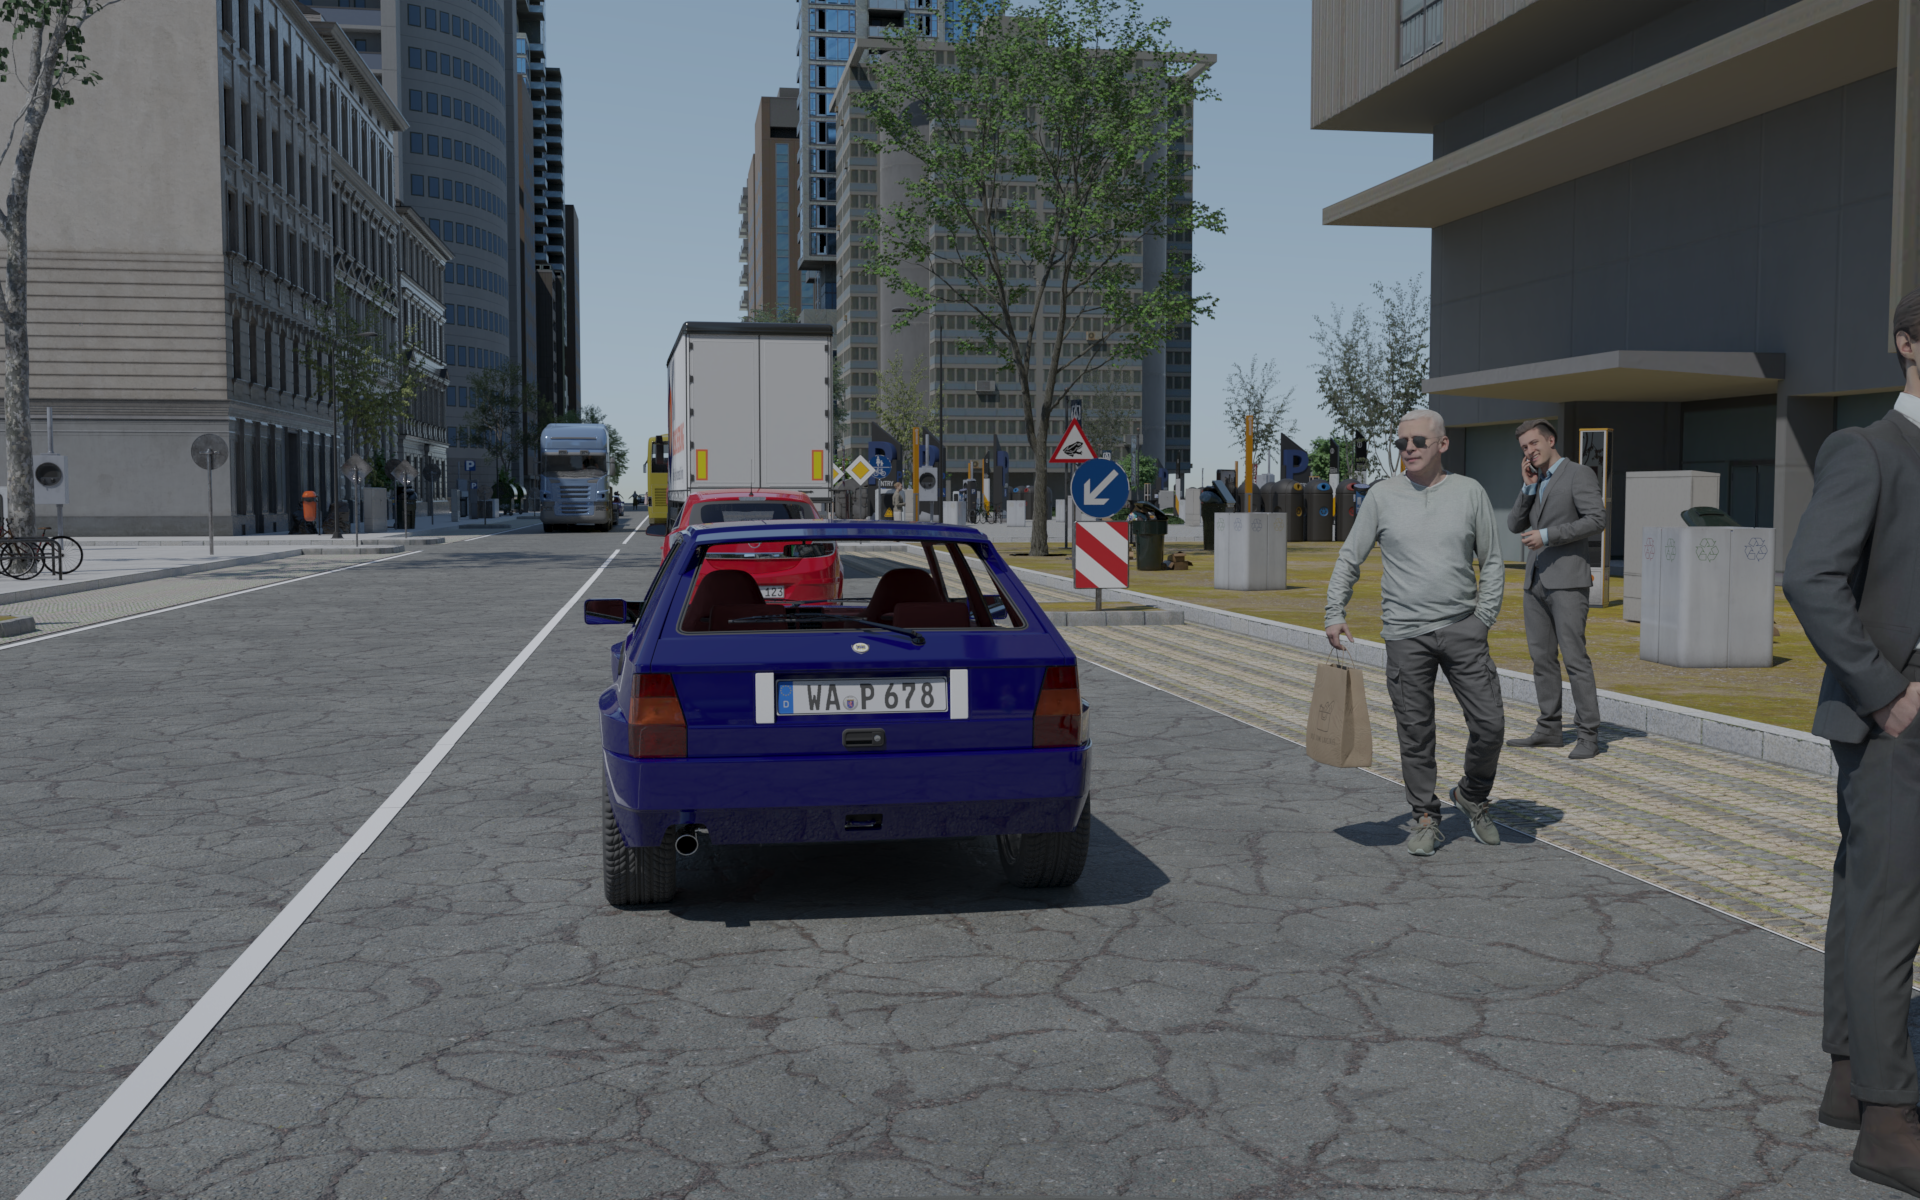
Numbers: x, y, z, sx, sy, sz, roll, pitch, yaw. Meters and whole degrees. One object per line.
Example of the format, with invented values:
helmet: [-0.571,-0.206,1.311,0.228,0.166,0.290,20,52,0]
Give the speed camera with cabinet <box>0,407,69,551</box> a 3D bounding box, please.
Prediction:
speed camera with cabinet: [-21.310,-2.739,39.113,2.038,3.252,0.660,-1,4,-19]

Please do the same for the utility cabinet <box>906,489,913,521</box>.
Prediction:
utility cabinet: [-2.170,-4.458,81.560,0.318,1.500,1.173,-3,5,-42]

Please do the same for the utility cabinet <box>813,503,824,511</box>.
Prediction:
utility cabinet: [-6.888,-4.317,81.744,1.020,1.237,0.306,2,4,29]

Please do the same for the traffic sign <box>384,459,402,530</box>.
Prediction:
traffic sign: [-20.358,-3.812,62.431,0.768,2.556,0.104,0,3,0]

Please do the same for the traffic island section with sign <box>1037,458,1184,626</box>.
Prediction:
traffic island section with sign: [1.297,-0.671,19.595,1.989,1.847,2.006,-1,4,-10]

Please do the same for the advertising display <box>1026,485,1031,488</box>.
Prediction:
advertising display: [4.865,-7.182,122.635,0.123,1.923,0.974,-1,4,-11]

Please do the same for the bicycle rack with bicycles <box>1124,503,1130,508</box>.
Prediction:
bicycle rack with bicycles: [10.269,-6.514,119.888,2.852,0.926,2.925,-1,4,-23]

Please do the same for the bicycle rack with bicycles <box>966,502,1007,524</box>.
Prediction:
bicycle rack with bicycles: [1.048,-3.749,74.682,2.852,0.926,2.925,-1,4,-21]

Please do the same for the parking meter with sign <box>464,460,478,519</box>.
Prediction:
parking meter with sign: [-24.907,-5.642,88.506,0.543,3.016,1.738,-2,4,-23]

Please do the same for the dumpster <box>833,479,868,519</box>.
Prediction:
dumpster: [-4.141,-3.699,66.235,1.264,1.857,1.865,-1,4,-10]

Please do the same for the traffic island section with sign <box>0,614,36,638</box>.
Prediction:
traffic island section with sign: [-10.515,-0.533,17.345,1.989,1.847,2.006,-1,4,-10]

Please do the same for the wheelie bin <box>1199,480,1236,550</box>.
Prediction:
wheelie bin: [5.890,-1.948,39.760,0.693,1.594,0.980,2,4,27]

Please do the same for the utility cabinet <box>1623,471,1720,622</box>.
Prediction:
utility cabinet: [6.922,-0.501,16.865,0.318,1.500,1.173,-1,4,-8]

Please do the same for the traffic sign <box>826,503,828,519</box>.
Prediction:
traffic sign: [-5.658,-4.498,73.646,0.768,2.556,0.104,-1,4,-9]

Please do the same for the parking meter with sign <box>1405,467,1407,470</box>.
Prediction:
parking meter with sign: [27.399,-6.683,105.525,0.543,3.016,1.738,0,4,-7]

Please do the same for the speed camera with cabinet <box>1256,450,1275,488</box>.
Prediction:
speed camera with cabinet: [14.299,-5.164,78.772,2.038,3.252,0.660,-3,5,-44]

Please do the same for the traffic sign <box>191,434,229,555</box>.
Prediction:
traffic sign: [-15.807,-2.227,36.510,0.768,2.556,0.104,0,4,-5]

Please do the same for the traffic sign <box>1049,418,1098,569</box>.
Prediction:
traffic sign: [1.943,-1.808,29.558,0.884,2.594,0.081,0,4,-7]

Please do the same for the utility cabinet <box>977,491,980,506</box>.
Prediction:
utility cabinet: [1.055,-7.351,128.866,0.318,1.500,1.173,-2,4,-34]

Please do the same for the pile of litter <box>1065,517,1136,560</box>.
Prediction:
pile of litter: [2.920,-1.223,33.959,1.719,0.858,1.176,0,4,3]

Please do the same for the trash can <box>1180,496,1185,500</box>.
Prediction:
trash can: [13.416,-5.648,104.000,0.748,1.137,0.748,0,3,0]

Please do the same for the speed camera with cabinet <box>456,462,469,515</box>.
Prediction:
speed camera with cabinet: [-30.019,-6.754,104.766,0.660,3.252,2.038,-2,4,-24]

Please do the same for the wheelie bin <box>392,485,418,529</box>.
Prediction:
wheelie bin: [-20.332,-3.402,63.539,0.693,1.594,0.980,3,4,36]

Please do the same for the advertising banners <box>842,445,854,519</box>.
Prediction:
advertising banners: [-4.118,-4.109,63.377,0.090,3.025,2.074,0,4,7]

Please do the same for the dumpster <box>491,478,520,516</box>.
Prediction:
dumpster: [-26.851,-6.070,101.732,1.502,2.255,1.985,-1,4,-10]

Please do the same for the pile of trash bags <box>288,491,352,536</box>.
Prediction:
pile of trash bags: [-20.389,-2.766,54.974,1.912,1.369,3.447,-1,4,-13]

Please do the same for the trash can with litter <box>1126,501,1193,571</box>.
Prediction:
trash can with litter: [3.369,-1.088,29.181,1.055,1.170,0.624,-2,4,-29]

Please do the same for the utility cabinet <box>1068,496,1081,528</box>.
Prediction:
utility cabinet: [4.258,-3.286,64.892,0.306,1.237,1.020,-1,4,-15]

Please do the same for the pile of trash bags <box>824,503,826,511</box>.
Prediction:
pile of trash bags: [-10.230,-6.760,120.272,1.912,1.369,3.447,-1,4,-18]

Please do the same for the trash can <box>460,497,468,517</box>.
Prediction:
trash can: [-27.476,-5.130,95.530,0.748,1.137,0.748,0,3,0]

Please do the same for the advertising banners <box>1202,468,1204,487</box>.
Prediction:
advertising banners: [15.999,-7.293,115.432,0.090,3.025,2.074,1,4,22]

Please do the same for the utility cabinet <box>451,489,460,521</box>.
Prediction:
utility cabinet: [-23.435,-4.392,80.493,0.318,1.500,1.173,-1,4,-11]

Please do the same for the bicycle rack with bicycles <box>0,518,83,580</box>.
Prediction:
bicycle rack with bicycles: [-14.780,-0.776,26.071,2.925,0.926,2.852,-2,4,-29]

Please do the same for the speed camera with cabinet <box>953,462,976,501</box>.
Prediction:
speed camera with cabinet: [0.264,-6.880,106.831,0.660,3.252,2.038,-2,4,-27]

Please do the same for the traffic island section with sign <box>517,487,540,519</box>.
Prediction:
traffic island section with sign: [-24.310,-5.537,99.163,1.989,1.847,2.006,-1,4,-10]

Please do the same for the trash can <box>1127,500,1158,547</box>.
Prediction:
trash can: [4.454,-1.875,42.315,0.748,1.137,0.748,0,3,0]

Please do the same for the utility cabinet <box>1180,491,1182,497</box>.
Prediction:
utility cabinet: [15.333,-6.946,122.253,0.318,1.500,1.173,2,4,28]

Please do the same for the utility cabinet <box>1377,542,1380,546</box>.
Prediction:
utility cabinet: [10.718,-1.919,42.546,0.306,1.237,1.020,-2,4,-33]

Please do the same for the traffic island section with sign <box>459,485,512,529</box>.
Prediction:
traffic island section with sign: [-19.758,-3.885,72.143,1.989,1.847,2.006,-1,4,-10]

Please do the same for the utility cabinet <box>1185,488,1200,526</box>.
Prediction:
utility cabinet: [9.301,-3.697,69.121,0.318,1.500,1.173,0,4,-7]

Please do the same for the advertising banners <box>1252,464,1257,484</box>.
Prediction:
advertising banners: [17.214,-6.225,97.961,0.090,3.025,2.074,-3,5,-41]

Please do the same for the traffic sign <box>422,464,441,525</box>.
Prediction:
traffic sign: [-22.114,-4.430,72.537,0.768,2.556,0.104,0,4,-5]

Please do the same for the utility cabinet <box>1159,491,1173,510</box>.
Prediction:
utility cabinet: [13.660,-6.520,115.273,1.173,1.500,0.318,-2,4,-24]

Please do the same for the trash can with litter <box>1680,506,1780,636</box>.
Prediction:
trash can with litter: [6.835,-0.239,15.295,0.624,1.170,1.055,-1,4,-12]

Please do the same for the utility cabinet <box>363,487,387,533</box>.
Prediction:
utility cabinet: [-19.339,-2.976,57.333,0.318,1.500,1.173,0,4,4]

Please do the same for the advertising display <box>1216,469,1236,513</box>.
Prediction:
advertising display: [6.924,-2.438,45.082,0.123,1.923,0.974,2,4,33]

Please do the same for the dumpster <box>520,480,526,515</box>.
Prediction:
dumpster: [-28.061,-6.497,108.725,1.502,2.255,1.985,-1,4,-10]

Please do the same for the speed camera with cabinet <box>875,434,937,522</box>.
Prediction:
speed camera with cabinet: [-1.768,-3.846,57.220,2.038,3.252,0.660,0,4,0]

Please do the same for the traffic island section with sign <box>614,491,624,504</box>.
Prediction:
traffic island section with sign: [-50.771,-15.131,256.016,1.989,1.847,2.006,-1,4,-10]

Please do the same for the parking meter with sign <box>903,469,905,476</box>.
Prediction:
parking meter with sign: [-4.258,-7.573,120.076,0.543,3.016,1.738,1,4,12]
